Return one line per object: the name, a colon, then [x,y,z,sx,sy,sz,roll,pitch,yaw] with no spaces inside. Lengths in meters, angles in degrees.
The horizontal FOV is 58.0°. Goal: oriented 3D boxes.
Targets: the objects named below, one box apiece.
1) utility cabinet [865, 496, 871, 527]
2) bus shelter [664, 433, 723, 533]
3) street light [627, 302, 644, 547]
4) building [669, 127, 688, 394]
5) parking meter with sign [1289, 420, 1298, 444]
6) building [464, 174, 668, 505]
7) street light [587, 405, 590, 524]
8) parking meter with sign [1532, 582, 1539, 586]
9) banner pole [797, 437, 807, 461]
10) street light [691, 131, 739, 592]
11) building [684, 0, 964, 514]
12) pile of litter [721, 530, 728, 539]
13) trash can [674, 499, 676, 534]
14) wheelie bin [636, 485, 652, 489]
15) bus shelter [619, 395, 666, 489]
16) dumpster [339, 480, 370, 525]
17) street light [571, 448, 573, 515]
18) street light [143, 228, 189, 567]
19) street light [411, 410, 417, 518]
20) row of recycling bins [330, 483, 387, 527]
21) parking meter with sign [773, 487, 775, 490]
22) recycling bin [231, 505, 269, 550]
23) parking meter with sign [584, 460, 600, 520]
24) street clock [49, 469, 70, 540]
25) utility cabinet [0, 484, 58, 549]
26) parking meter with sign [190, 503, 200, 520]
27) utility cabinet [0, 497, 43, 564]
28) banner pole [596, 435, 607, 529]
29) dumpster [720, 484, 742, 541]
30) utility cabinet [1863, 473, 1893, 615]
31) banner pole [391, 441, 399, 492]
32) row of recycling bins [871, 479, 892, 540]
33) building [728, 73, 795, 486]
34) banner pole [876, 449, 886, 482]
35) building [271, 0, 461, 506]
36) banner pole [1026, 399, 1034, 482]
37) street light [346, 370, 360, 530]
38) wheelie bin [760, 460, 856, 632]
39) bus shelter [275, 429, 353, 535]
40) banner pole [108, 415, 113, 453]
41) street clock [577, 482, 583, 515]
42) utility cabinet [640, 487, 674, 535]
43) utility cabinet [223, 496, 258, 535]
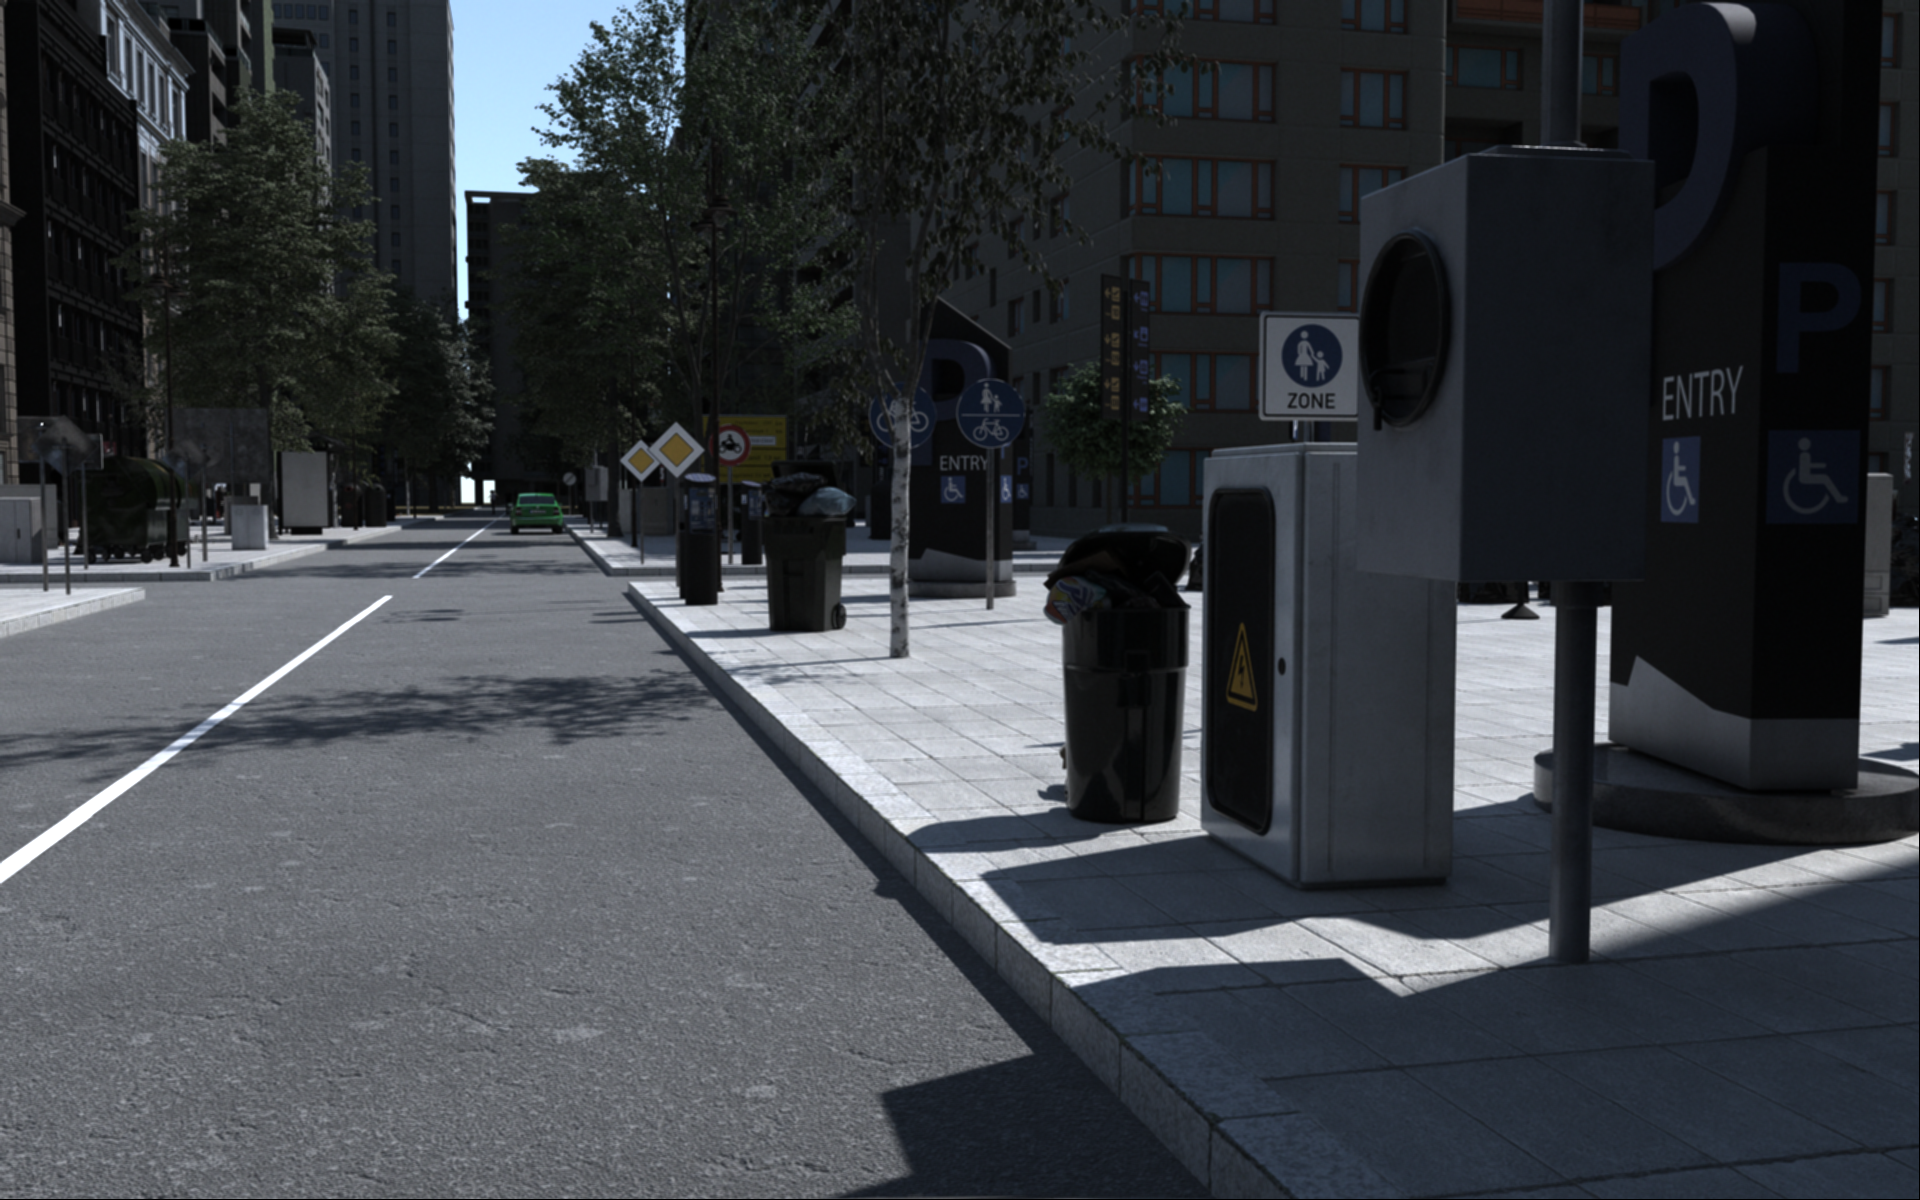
utility cabinet: [-3.165,-3.430,67.244,1.020,1.237,0.306,2,4,23]
bus shelter: [-9.209,-4.018,59.611,2.014,3.302,5.546,-1,4,-14]
street light: [-7.883,-4.219,41.768,0.468,5.910,1.993,-1,4,-14]
building: [-27.282,-34.121,207.983,14.200,45.320,14.600,-1,4,-14]
parking meter with sign: [6.520,-2.567,38.227,1.738,3.016,0.543,1,4,22]
building: [-47.857,-31.801,211.820,23.993,40.220,32.217,-1,4,-14]
street light: [-15.659,-6.130,73.014,0.468,5.910,1.993,-1,4,-14]
parking meter with sign: [8.235,-1.679,23.712,0.543,3.016,1.738,0,4,4]
banner pole: [-6.927,-5.271,76.204,0.401,3.779,0.863,-3,5,-44]
street light: [-3.184,-3.044,22.551,0.468,5.910,1.993,-1,4,-14]
building: [-10.662,-31.656,141.273,21.300,48.544,21.600,-1,4,-14]
pile of litter: [-7.220,-2.184,49.680,1.176,0.858,1.719,-1,4,-13]
trash can: [-9.355,-2.685,55.549,0.748,1.137,0.748,0,3,0]
wheelie bin: [-10.791,-3.116,58.847,0.980,1.594,0.693,-2,4,-30]
bus shelter: [-12.376,-5.509,67.704,2.179,5.291,8.768,-1,4,-14]
dumpster: [-24.419,-3.933,70.070,1.264,1.857,1.865,-1,4,-14]
street light: [-23.391,-8.042,104.279,0.468,5.910,1.993,-1,4,-14]
street light: [-13.845,-3.521,30.349,0.468,5.910,1.993,-1,4,-14]
street light: [-29.420,-7.371,93.303,0.468,5.910,1.993,-1,4,-14]
row of recycling bins: [-24.080,-3.671,67.126,3.534,1.692,1.069,-1,4,-13]
parking meter with sign: [-11.117,-6.686,105.571,1.738,3.016,0.543,-2,4,-26]
recycling bin: [-16.330,-1.669,39.837,0.722,1.027,0.722,-1,4,-16]
parking meter with sign: [-18.382,-5.534,86.746,0.543,3.016,1.738,0,4,-1]
street clock: [-24.979,-2.662,48.095,0.471,2.002,0.358,-1,4,-19]
utility cabinet: [-21.300,-1.888,39.551,1.173,1.500,0.318,-3,5,-41]
parking meter with sign: [-37.885,-5.375,84.145,0.543,3.016,1.738,3,4,37]
utility cabinet: [-17.497,-1.284,32.149,1.020,1.237,0.306,1,4,22]
banner pole: [-13.152,-4.455,62.856,0.401,3.779,0.863,1,4,13]
dumpster: [-6.293,-2.703,46.682,1.502,2.255,1.985,-1,4,-14]
utility cabinet: [9.147,-0.587,18.283,1.173,1.500,0.318,1,4,15]
banner pole: [-26.720,-5.620,81.905,0.401,3.779,0.863,0,4,5]
row of recycling bins: [-0.826,-2.581,49.305,3.534,1.692,1.069,-1,4,-19]
building: [-9.681,-21.530,123.713,14.160,30.474,14.107,-1,4,-14]
banner pole: [-4.020,-5.835,85.421,0.863,3.779,0.401,1,4,12]
building: [-72.698,-40.223,199.637,28.212,58.520,21.231,-1,4,-14]
banner pole: [1.824,-3.381,45.291,0.401,3.779,0.863,-1,4,-10]
street light: [-21.567,-5.435,61.642,0.468,5.910,1.993,-1,4,-14]
wheelie bin: [-1.443,-0.514,16.308,0.980,1.594,0.693,1,4,16]
bus shelter: [-21.273,-3.854,56.938,2.014,3.302,5.546,-1,4,-14]
banner pole: [-26.650,-3.941,54.450,0.401,3.779,0.863,-2,4,-30]
street clock: [-23.026,-6.159,105.276,0.471,2.002,0.358,-1,4,-20]
utility cabinet: [-9.337,-2.731,53.335,1.173,1.500,0.318,3,4,36]
utility cabinet: [-22.838,-2.683,55.032,0.306,1.237,1.020,3,4,39]
